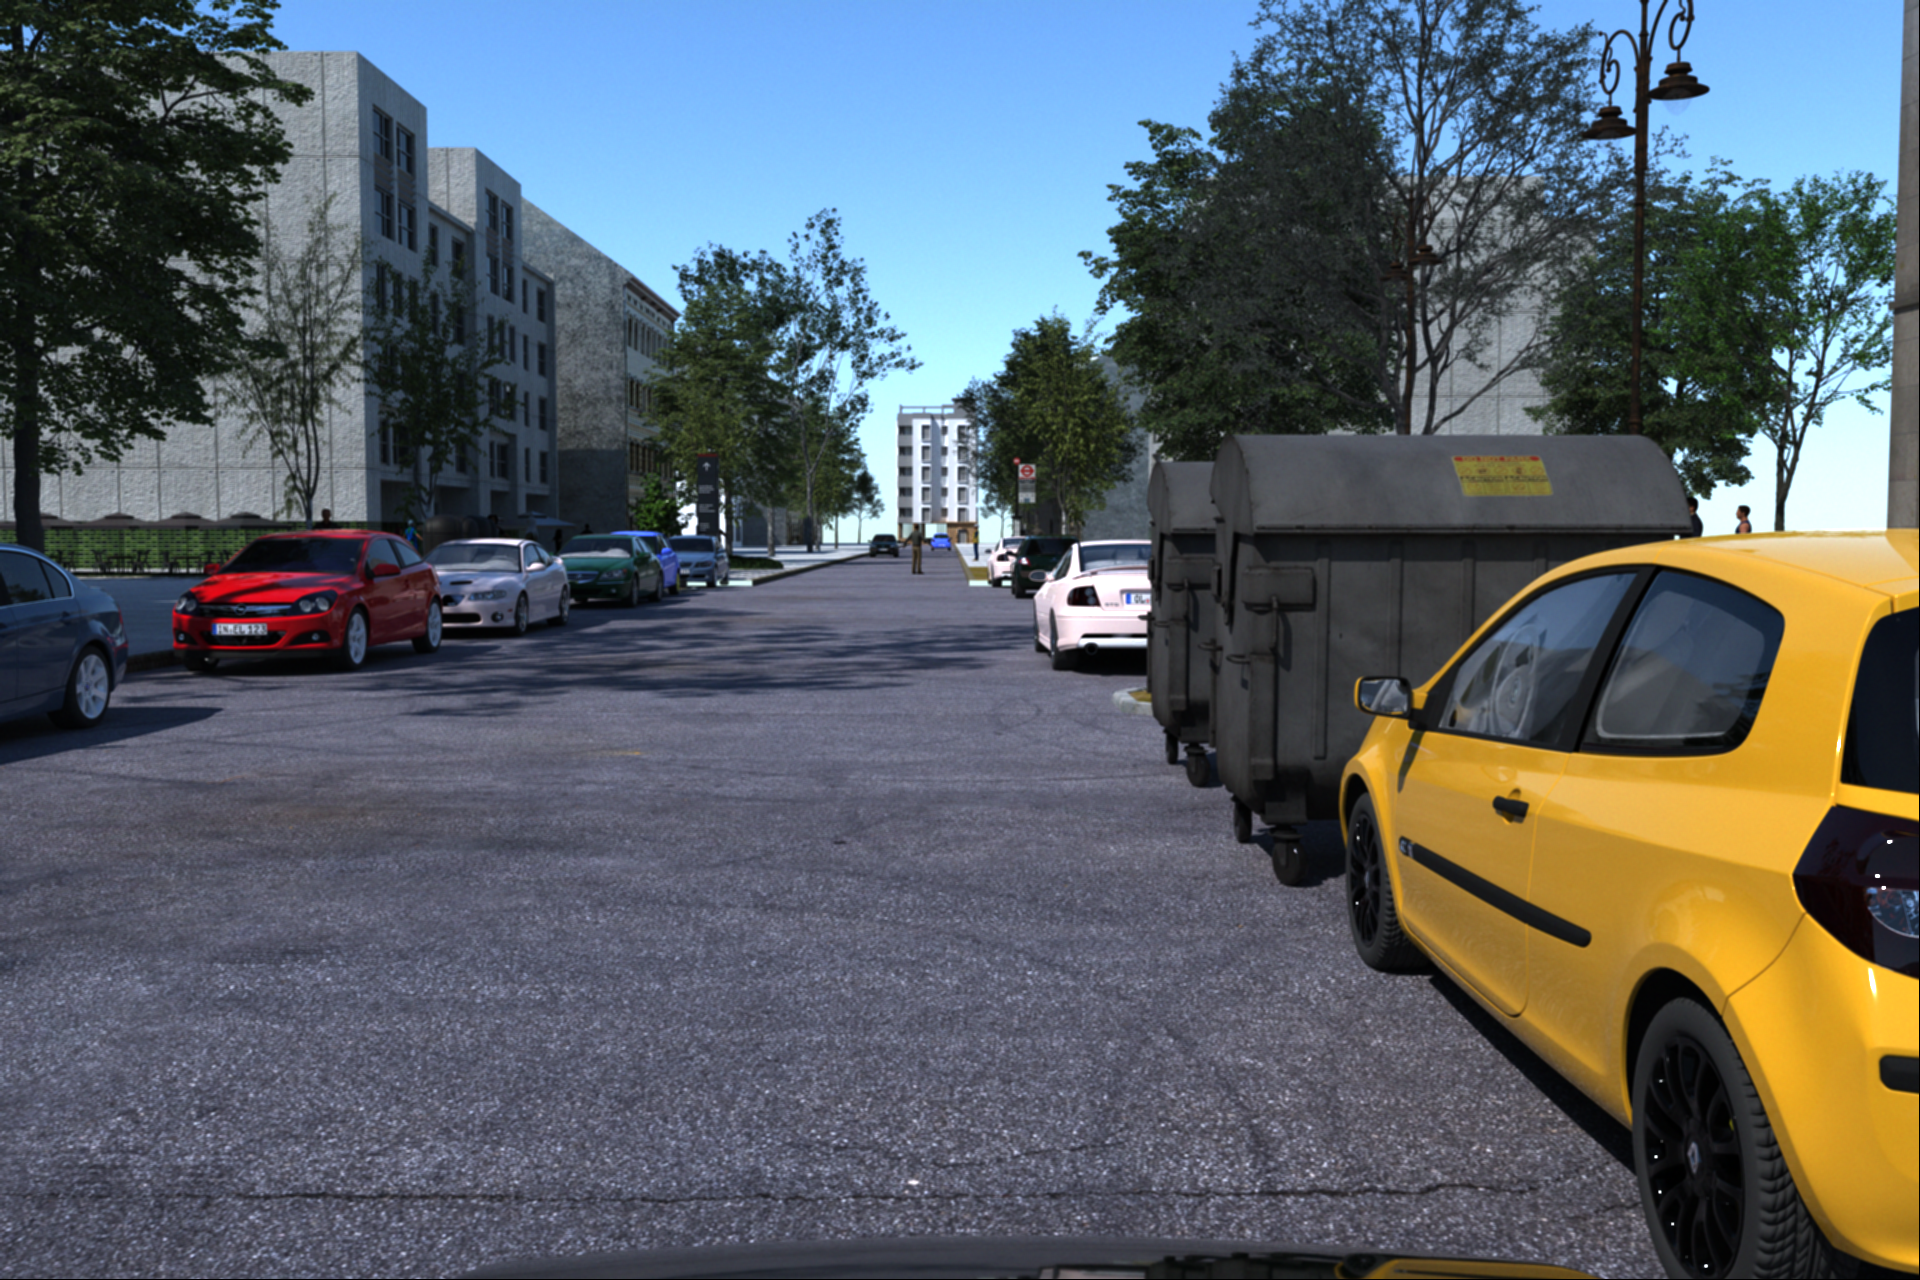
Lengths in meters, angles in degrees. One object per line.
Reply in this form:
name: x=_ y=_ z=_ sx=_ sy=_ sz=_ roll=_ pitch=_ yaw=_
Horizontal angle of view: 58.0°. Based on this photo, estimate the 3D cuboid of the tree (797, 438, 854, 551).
tree: x=-10.413 y=-11.030 z=130.700 sx=4.737 sy=8.622 sz=4.395 roll=0 pitch=3 yaw=0

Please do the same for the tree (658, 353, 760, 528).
tree: x=-10.275 y=-7.341 z=70.382 sx=4.737 sy=8.622 sz=4.395 roll=0 pitch=3 yaw=0

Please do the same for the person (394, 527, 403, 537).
person: x=-12.131 y=-1.740 z=37.660 sx=0.599 sy=1.438 sz=0.989 roll=1 pitch=4 yaw=13

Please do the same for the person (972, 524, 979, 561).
person: x=0.697 y=-4.702 z=83.343 sx=0.721 sy=1.772 sz=1.216 roll=0 pitch=4 yaw=5

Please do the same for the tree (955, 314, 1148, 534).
tree: x=4.261 y=-8.483 z=73.104 sx=8.767 sy=10.594 sz=7.601 roll=-2 pitch=4 yaw=-33

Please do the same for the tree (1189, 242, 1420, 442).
tree: x=11.187 y=-8.113 z=58.398 sx=9.928 sy=11.665 sz=9.643 roll=0 pitch=3 yaw=0

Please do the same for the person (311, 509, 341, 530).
person: x=-13.192 y=-1.830 z=36.098 sx=1.348 sy=1.807 sz=0.705 roll=-1 pitch=4 yaw=-19

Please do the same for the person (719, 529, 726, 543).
person: x=-11.112 y=-4.471 z=79.238 sx=1.346 sy=1.812 sz=0.704 roll=0 pitch=4 yaw=7

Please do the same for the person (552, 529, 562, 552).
person: x=-18.678 y=-4.539 z=80.401 sx=0.705 sy=1.806 sz=1.347 roll=-2 pitch=4 yaw=-27

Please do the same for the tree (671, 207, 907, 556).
tree: x=-9.833 y=-14.940 z=100.164 sx=12.611 sy=20.169 sz=13.585 roll=0 pitch=3 yaw=0

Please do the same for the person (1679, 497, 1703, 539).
person: x=10.602 y=-1.174 z=25.239 sx=0.704 sy=1.823 sz=1.345 roll=1 pitch=4 yaw=13

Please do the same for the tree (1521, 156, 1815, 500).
tree: x=24.283 y=-9.379 z=60.007 sx=9.857 sy=13.997 sz=8.962 roll=0 pitch=3 yaw=0

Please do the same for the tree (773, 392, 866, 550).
tree: x=-11.363 y=-13.496 z=138.781 sx=7.486 sy=12.596 sz=7.792 roll=0 pitch=3 yaw=0

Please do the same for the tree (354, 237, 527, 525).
tree: x=-13.434 y=-5.728 z=44.019 sx=4.737 sy=8.622 sz=4.395 roll=0 pitch=3 yaw=0

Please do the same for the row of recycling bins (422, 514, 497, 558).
row of recycling bins: x=-10.864 y=-1.883 z=37.892 sx=1.069 sy=1.692 sz=3.534 roll=0 pitch=4 yaw=0

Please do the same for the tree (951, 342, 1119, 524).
tree: x=4.673 y=-11.897 z=104.890 sx=12.009 sy=13.543 sz=11.850 roll=0 pitch=3 yaw=0

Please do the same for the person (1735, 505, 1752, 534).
person: x=14.392 y=-1.576 z=31.928 sx=0.704 sy=1.807 sz=1.345 roll=2 pitch=4 yaw=30

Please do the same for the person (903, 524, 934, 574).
person: x=-1.528 y=-3.262 z=62.059 sx=1.348 sy=1.796 sz=0.705 roll=2 pitch=4 yaw=35

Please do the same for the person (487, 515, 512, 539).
person: x=-13.143 y=-2.607 z=48.770 sx=1.345 sy=1.843 sz=0.704 roll=-2 pitch=4 yaw=-24

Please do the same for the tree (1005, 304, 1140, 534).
tree: x=3.652 y=-6.491 z=56.490 sx=4.737 sy=8.622 sz=4.395 roll=0 pitch=3 yaw=0

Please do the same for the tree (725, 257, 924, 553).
tree: x=-9.334 y=-16.072 z=118.659 sx=12.611 sy=20.169 sz=13.585 roll=0 pitch=3 yaw=0

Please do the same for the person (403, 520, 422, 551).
person: x=-20.560 y=-3.606 z=65.080 sx=1.347 sy=1.817 sz=0.704 roll=3 pitch=4 yaw=37

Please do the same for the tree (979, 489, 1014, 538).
tree: x=6.087 y=-18.700 z=240.159 sx=7.601 sy=10.594 sz=8.767 roll=0 pitch=4 yaw=4

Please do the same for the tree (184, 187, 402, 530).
tree: x=-13.399 y=-5.249 z=36.182 sx=4.360 sy=8.622 sz=3.978 roll=0 pitch=3 yaw=0

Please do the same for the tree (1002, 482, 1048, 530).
tree: x=4.724 y=-10.923 z=128.958 sx=4.360 sy=8.622 sz=3.978 roll=0 pitch=3 yaw=0

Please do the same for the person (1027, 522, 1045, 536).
person: x=3.545 y=-4.464 z=79.121 sx=1.348 sy=1.813 sz=0.705 roll=1 pitch=4 yaw=18

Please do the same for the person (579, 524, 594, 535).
person: x=-17.016 y=-4.414 z=78.896 sx=1.216 sy=1.740 sz=0.721 roll=-2 pitch=4 yaw=-31

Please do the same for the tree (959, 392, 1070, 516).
tree: x=4.856 y=-14.559 z=148.415 sx=12.009 sy=13.543 sz=11.850 roll=0 pitch=3 yaw=0

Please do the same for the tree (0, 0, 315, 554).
tree: x=-13.102 y=-6.492 z=24.271 sx=7.486 sy=12.596 sz=7.792 roll=0 pitch=3 yaw=0

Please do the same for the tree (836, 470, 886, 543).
tree: x=-13.767 y=-18.787 z=241.571 sx=7.601 sy=10.594 sz=8.767 roll=0 pitch=4 yaw=-4

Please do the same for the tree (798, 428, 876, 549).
tree: x=-10.526 y=-13.239 z=150.876 sx=8.767 sy=10.594 sz=7.601 roll=3 pitch=5 yaw=44

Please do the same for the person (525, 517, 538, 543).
person: x=-11.191 y=-2.333 z=44.914 sx=0.721 sy=1.736 sz=1.217 roll=0 pitch=4 yaw=-2

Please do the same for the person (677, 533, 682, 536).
person: x=-8.515 y=-2.629 z=52.245 sx=0.991 sy=1.433 sz=0.599 roll=1 pitch=4 yaw=21

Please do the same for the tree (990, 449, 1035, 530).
tree: x=4.356 y=-11.394 z=136.656 sx=4.737 sy=8.622 sz=4.395 roll=0 pitch=3 yaw=0

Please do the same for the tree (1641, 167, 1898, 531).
tree: x=23.626 y=-7.555 z=49.283 sx=9.928 sy=11.665 sz=9.643 roll=0 pitch=3 yaw=0

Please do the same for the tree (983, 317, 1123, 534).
tree: x=4.630 y=-10.587 z=91.222 sx=7.486 sy=12.596 sz=7.792 roll=0 pitch=3 yaw=0

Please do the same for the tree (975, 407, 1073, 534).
tree: x=4.552 y=-11.418 z=121.100 sx=7.601 sy=10.594 sz=8.767 roll=-1 pitch=4 yaw=-14
